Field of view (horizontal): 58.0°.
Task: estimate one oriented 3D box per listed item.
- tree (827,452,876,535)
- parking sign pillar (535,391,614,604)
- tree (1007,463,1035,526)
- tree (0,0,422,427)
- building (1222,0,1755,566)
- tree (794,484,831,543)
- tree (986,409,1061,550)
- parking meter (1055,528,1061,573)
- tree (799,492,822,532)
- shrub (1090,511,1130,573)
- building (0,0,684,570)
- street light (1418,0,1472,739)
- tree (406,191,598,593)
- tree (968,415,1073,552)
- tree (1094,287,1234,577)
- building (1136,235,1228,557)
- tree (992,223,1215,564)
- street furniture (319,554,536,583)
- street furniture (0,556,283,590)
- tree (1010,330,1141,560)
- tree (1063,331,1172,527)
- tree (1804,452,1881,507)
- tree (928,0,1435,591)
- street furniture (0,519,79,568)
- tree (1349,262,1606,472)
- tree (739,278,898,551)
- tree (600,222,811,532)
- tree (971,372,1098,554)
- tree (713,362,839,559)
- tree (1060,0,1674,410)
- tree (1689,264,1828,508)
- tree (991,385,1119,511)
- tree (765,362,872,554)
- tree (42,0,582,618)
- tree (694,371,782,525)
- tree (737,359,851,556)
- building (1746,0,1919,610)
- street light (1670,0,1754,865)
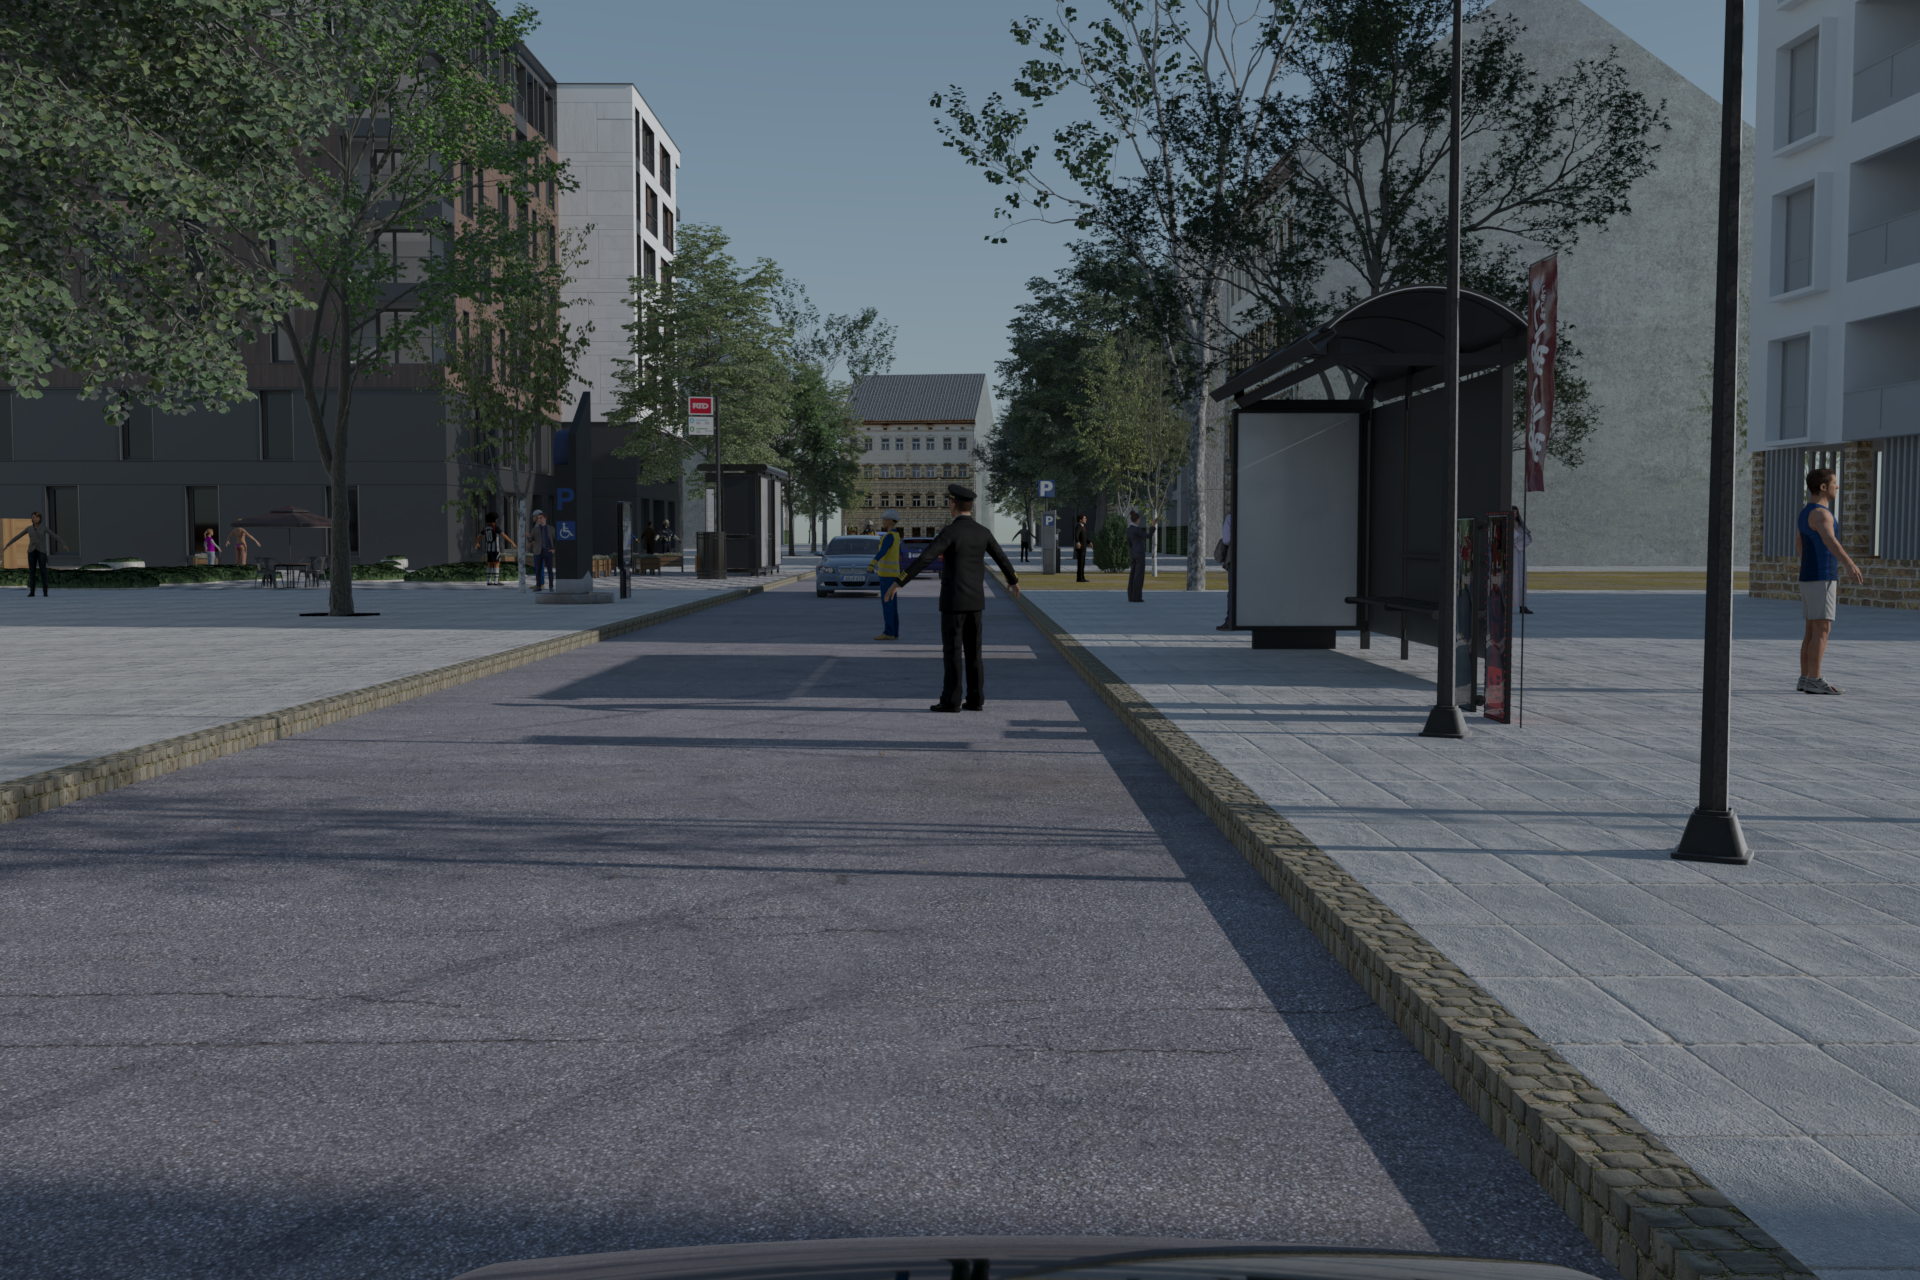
[{"bbox_3d":[-9.386,-11.917,145.204,4.737,8.622,4.395,0,3,0],"label":"tree"},{"bbox_3d":[-7.176,-2.671,32.145,1.447,3.967,1.447,0,4,0],"label":"parking sign pillar"},{"bbox_3d":[11.045,-20.048,234.438,9.857,13.997,8.962,0,3,0],"label":"tree"},{"bbox_3d":[-9.455,-6.588,14.371,9.857,13.997,8.962,0,3,0],"label":"tree"},{"bbox_3d":[22.510,-15.065,77.249,19.493,23.208,18.063,0,4,0],"label":"building"},{"bbox_3d":[-20.328,-18.512,237.085,7.601,10.594,8.767,0,4,-7],"label":"tree"},{"bbox_3d":[5.365,-13.402,137.251,7.486,12.596,7.792,0,3,0],"label":"tree"},{"bbox_3d":[3.112,-2.957,56.757,0.372,1.533,0.369,0,3,0],"label":"parking meter"},{"bbox_3d":[-19.597,-17.122,230.301,4.737,8.622,4.395,0,3,0],"label":"tree"},{"bbox_3d":[5.067,-3.226,56.793,1.661,2.075,1.752,0,3,0],"label":"shrub"},{"bbox_3d":[-28.700,-14.227,76.587,27.936,21.610,32.646,0,4,-1],"label":"building"},{"bbox_3d":[3.631,-2.343,10.842,1.470,5.913,1.316,0,4,0],"label":"street light"},{"bbox_3d":[-9.626,-5.327,37.464,4.737,8.622,4.395,0,3,0],"label":"tree"},{"bbox_3d":[4.832,-11.708,125.841,7.601,10.594,8.767,2,4,32],"label":"tree"},{"bbox_3d":[5.643,-6.224,52.126,4.360,8.622,3.978,0,3,0],"label":"tree"},{"bbox_3d":[21.334,-14.916,110.334,16.747,18.905,31.486,0,4,-1],"label":"building"},{"bbox_3d":[6.008,-10.172,72.971,9.857,13.997,8.962,0,3,0],"label":"tree"},{"bbox_3d":[-14.983,-2.094,49.862,5.734,0.657,10.072,0,4,-6],"label":"street furniture"},{"bbox_3d":[-21.443,-1.773,44.615,5.734,0.657,10.072,0,4,3],"label":"street furniture"},{"bbox_3d":[6.043,-9.873,87.180,9.928,11.665,9.643,0,3,0],"label":"tree"},{"bbox_3d":[5.843,-6.846,62.299,4.737,8.622,4.395,0,3,0],"label":"tree"},{"bbox_3d":[26.738,-6.408,55.131,4.360,8.622,3.978,0,3,0],"label":"tree"},{"bbox_3d":[5.625,-11.270,40.148,12.611,20.169,13.585,0,3,0],"label":"tree"},{"bbox_3d":[-31.503,-2.689,50.814,9.812,1.723,11.010,0,4,-3],"label":"street furniture"},{"bbox_3d":[17.271,-7.489,56.860,8.767,10.594,7.601,-1,4,-19],"label":"tree"},{"bbox_3d":[-11.708,-16.785,130.322,12.611,20.169,13.585,0,3,0],"label":"tree"},{"bbox_3d":[-9.357,-8.925,64.059,7.486,12.596,7.792,0,3,0],"label":"tree"},{"bbox_3d":[5.956,-12.429,113.592,12.009,13.543,11.850,0,3,0],"label":"tree"},{"bbox_3d":[-9.716,-9.501,89.750,7.601,10.594,8.767,0,4,1],"label":"tree"},{"bbox_3d":[5.658,-5.581,25.664,8.767,10.594,7.601,-1,4,-14],"label":"tree"},{"bbox_3d":[22.441,-5.896,46.758,4.360,8.622,3.978,0,3,0],"label":"tree"},{"bbox_3d":[5.538,-10.098,99.515,8.767,10.594,7.601,2,4,29],"label":"tree"},{"bbox_3d":[-9.672,-12.014,114.557,7.486,12.596,7.792,0,3,0],"label":"tree"},{"bbox_3d":[-9.784,-6.169,26.611,9.928,11.665,9.643,0,3,0],"label":"tree"},{"bbox_3d":[-9.165,-7.566,74.066,4.360,8.622,3.978,0,3,0],"label":"tree"},{"bbox_3d":[-9.932,-10.689,100.515,9.928,11.665,9.643,0,3,0],"label":"tree"},{"bbox_3d":[20.921,-10.770,32.513,16.016,20.090,11.380,0,4,0],"label":"building"},{"bbox_3d":[3.532,-2.089,6.704,1.470,5.913,1.316,0,4,0],"label":"street light"}]
